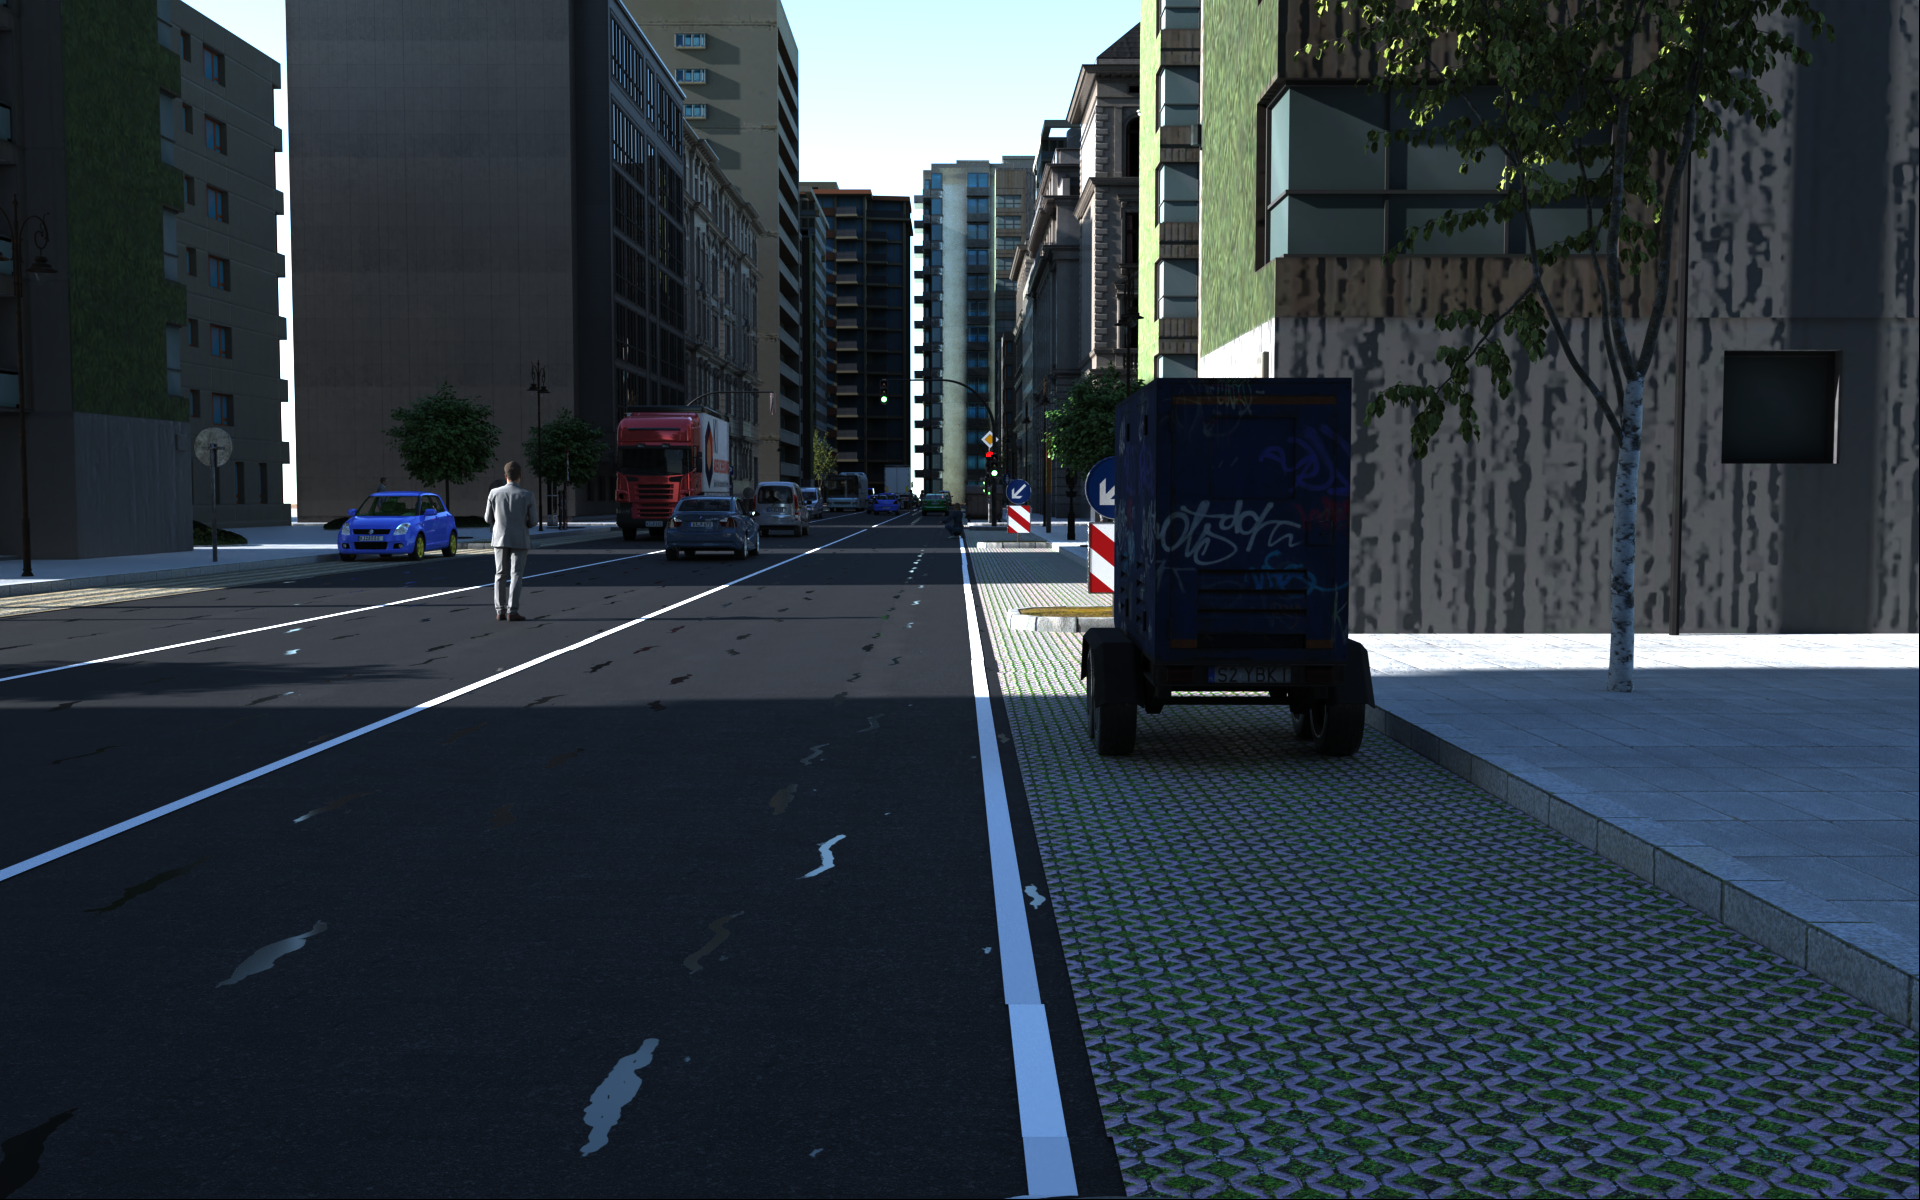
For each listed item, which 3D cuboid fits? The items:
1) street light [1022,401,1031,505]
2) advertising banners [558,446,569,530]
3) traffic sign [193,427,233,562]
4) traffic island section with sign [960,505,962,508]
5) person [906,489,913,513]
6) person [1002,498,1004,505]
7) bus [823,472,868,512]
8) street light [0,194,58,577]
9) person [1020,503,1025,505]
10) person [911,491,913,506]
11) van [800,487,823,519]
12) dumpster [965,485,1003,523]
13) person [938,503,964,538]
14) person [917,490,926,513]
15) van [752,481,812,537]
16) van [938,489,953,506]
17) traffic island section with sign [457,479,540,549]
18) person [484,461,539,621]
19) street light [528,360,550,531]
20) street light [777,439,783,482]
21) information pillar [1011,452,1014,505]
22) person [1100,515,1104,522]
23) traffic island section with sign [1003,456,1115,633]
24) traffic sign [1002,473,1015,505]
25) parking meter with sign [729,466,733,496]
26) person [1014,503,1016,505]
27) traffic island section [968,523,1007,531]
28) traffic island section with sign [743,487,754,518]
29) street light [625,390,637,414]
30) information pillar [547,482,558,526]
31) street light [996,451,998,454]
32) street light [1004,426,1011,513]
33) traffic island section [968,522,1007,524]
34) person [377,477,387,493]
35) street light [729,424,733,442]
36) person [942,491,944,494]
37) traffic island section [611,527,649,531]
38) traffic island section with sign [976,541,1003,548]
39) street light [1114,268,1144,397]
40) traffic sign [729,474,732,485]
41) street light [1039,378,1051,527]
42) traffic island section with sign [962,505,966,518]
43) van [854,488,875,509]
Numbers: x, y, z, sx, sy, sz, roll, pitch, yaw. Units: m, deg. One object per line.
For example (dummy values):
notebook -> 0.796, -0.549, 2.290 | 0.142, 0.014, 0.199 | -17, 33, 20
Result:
street light -> 3.291, -6.907, 85.718 | 0.468, 5.910, 1.993 | 0, 4, 0
advertising banners -> -14.198, -4.033, 62.128 | 0.090, 3.025, 2.074 | 0, 4, -2
traffic sign -> -14.147, -2.001, 32.816 | 0.768, 2.556, 0.104 | 0, 4, 3
traffic island section with sign -> 1.185, -7.388, 129.423 | 1.989, 1.847, 2.006 | 0, 4, 0
person -> -3.802, -7.470, 130.971 | 0.374, 1.781, 0.599 | -2, 4, -33
person -> 2.982, -7.586, 130.562 | 0.515, 1.767, 0.782 | 3, 4, 36
bus -> -9.308, -9.077, 143.263 | 2.948, 3.499, 13.247 | 0, 4, 1
street light -> -14.542, -3.305, 26.830 | 0.468, 5.910, 1.993 | 0, 4, 0
person -> 4.280, -7.087, 121.900 | 0.794, 1.824, 0.713 | -3, 5, -40
person -> -6.022, -12.695, 216.204 | 1.348, 1.807, 0.705 | 1, 4, 15
van -> -8.967, -5.765, 101.266 | 2.013, 2.044, 4.112 | 0, 4, 1
dumpster -> 1.131, -4.491, 81.650 | 1.865, 1.857, 1.264 | 0, 4, 0
person -> -0.259, -2.575, 56.097 | 1.012, 1.151, 0.738 | -3, 5, -43
person -> -2.936, -7.478, 131.363 | 0.643, 1.750, 0.593 | 2, 4, 33
van -> -6.110, -3.190, 59.168 | 2.013, 2.044, 4.112 | 0, 3, 0
van -> -1.869, -12.371, 209.281 | 2.013, 2.044, 4.112 | 0, 4, 2
traffic island section with sign -> -12.179, -2.264, 45.651 | 1.989, 1.847, 2.006 | 0, 4, 0
person -> -5.072, -0.672, 19.690 | 0.606, 1.804, 0.583 | 0, 4, -5
street light -> -14.510, -5.320, 59.773 | 0.468, 5.910, 1.993 | 0, 4, 0
street light -> -14.838, -10.402, 142.853 | 0.468, 5.910, 1.993 | 0, 4, 0
information pillar -> 2.897, -6.414, 96.231 | 0.183, 3.616, 0.504 | -1, 4, -9
person -> 6.228, -4.284, 76.365 | 0.678, 1.792, 0.850 | -1, 4, -15
traffic island section with sign -> 1.519, -0.618, 18.726 | 1.989, 1.847, 2.006 | 0, 4, 0
traffic sign -> 2.950, -6.405, 104.826 | 0.768, 2.556, 0.104 | 0, 4, 0
parking meter with sign -> -14.362, -6.823, 107.813 | 0.543, 3.016, 1.738 | 0, 4, -8
person -> 4.013, -7.442, 128.290 | 0.480, 1.755, 0.524 | 2, 4, 31
traffic island section -> 1.367, -2.838, 68.688 | 2.009, 0.180, 2.903 | 0, 4, 0
traffic island section with sign -> -12.345, -5.664, 101.241 | 1.989, 1.847, 2.006 | 0, 4, 0
street light -> -14.552, -6.383, 77.154 | 0.468, 5.910, 1.993 | 0, 4, 0
information pillar -> -16.293, -3.957, 69.194 | 0.304, 2.012, 0.304 | 2, 4, 32
street light -> 3.088, -10.922, 151.360 | 0.468, 5.910, 1.993 | 0, 4, 0
street light -> 3.253, -8.902, 118.338 | 0.468, 5.910, 1.993 | 0, 4, 0
traffic island section -> 1.343, -3.327, 76.673 | 2.009, 0.180, 2.903 | 0, 4, 0
person -> -18.376, -3.000, 55.214 | 0.853, 1.813, 0.709 | -1, 4, -12
street light -> -14.706, -8.406, 110.233 | 0.468, 5.910, 1.993 | 0, 4, 0
person -> -1.786, -11.231, 192.839 | 0.721, 1.736, 1.217 | -1, 4, -23
traffic island section -> -12.575, -2.836, 68.652 | 2.009, 0.180, 2.903 | 0, 4, 0
traffic island section with sign -> 1.435, -2.304, 46.302 | 1.989, 1.847, 2.006 | 0, 4, 0
street light -> 3.458, -3.841, 35.596 | 0.468, 5.910, 1.993 | 0, 4, 0
traffic sign -> -14.367, -6.504, 106.439 | 0.768, 2.556, 0.104 | 1, 4, 9
street light -> 3.339, -5.837, 68.216 | 0.468, 5.910, 1.993 | 0, 4, 0
traffic island section with sign -> 1.262, -5.717, 102.101 | 1.989, 1.847, 2.006 | 0, 4, 0
van -> -9.288, -10.050, 168.705 | 2.240, 2.365, 5.245 | 0, 4, 0
